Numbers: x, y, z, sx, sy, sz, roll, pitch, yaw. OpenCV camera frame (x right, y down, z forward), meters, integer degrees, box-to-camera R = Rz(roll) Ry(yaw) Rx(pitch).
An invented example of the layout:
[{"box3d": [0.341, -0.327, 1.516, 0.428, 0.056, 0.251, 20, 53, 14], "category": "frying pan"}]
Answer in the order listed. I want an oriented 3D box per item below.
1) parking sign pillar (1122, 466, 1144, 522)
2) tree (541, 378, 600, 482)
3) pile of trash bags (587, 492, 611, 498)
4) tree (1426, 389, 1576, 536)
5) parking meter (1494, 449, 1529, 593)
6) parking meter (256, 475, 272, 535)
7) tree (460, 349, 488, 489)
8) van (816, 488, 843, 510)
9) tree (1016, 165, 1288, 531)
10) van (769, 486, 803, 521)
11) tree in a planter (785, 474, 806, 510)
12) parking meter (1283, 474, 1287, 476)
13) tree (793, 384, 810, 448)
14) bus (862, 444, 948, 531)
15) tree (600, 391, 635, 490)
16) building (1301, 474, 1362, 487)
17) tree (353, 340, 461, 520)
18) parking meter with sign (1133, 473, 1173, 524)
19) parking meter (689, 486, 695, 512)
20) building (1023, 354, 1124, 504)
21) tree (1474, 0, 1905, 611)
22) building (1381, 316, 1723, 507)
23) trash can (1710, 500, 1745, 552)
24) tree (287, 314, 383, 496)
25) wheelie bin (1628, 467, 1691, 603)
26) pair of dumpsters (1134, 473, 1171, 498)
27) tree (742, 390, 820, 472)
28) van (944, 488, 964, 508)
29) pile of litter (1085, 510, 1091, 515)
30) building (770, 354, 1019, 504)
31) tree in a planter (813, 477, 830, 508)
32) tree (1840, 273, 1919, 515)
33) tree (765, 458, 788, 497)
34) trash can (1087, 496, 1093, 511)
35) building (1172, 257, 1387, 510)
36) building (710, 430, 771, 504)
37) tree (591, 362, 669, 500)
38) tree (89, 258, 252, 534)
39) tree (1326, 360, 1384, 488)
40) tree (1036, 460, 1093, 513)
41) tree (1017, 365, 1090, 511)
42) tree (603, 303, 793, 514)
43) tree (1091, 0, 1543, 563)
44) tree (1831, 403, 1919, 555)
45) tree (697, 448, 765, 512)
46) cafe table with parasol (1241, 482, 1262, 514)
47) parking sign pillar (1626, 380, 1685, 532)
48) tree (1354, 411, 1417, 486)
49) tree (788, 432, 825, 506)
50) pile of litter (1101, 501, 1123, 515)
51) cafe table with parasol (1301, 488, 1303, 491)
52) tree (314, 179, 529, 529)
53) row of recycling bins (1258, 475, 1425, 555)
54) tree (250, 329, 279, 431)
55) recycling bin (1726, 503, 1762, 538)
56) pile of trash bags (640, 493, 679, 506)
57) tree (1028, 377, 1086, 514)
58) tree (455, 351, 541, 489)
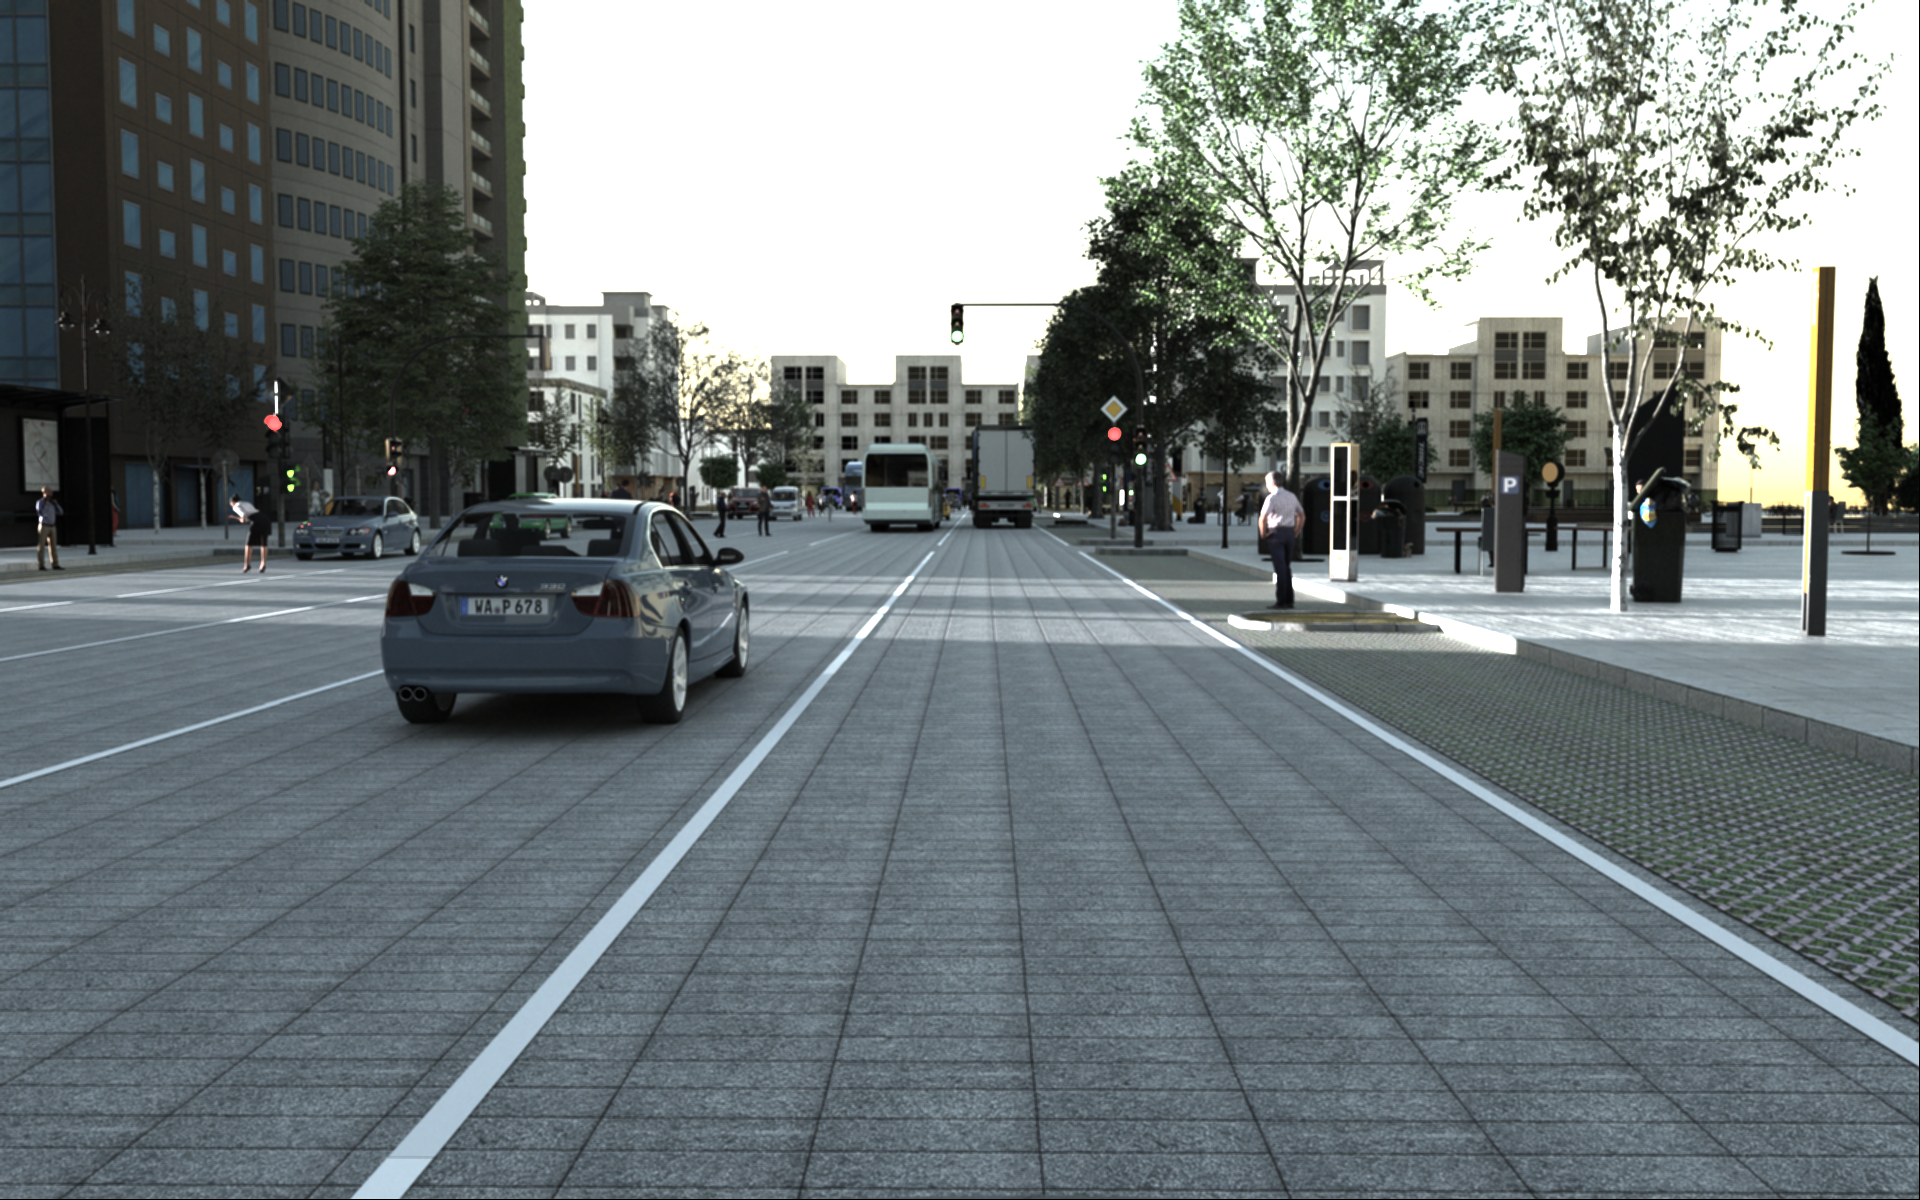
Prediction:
[{"box3d": [8.329, -5.673, 81.223, 1.447, 3.967, 1.447, 0, 4, 8], "category": "parking sign pillar"}, {"box3d": [-25.915, -9.766, 110.038, 4.737, 8.622, 4.395, 0, 3, 0], "category": "tree"}, {"box3d": [-19.859, -5.196, 94.700, 1.912, 1.369, 3.447, 0, 4, 8], "category": "pile of trash bags"}, {"box3d": [17.535, -4.309, 54.174, 4.285, 4.588, 4.351, 0, 3, 0], "category": "tree"}, {"box3d": [7.196, -1.032, 22.584, 0.399, 1.863, 0.255, 2, 4, 27], "category": "parking meter"}, {"box3d": [-21.665, -2.946, 53.880, 0.255, 1.863, 0.399, 2, 4, 30], "category": "parking meter"}, {"box3d": [-24.328, -8.072, 82.342, 4.360, 8.622, 3.978, 0, 3, 0], "category": "tree"}, {"box3d": [-11.968, -9.508, 159.837, 2.240, 2.365, 5.245, 0, 4, 2], "category": "van"}, {"box3d": [6.859, -8.729, 59.731, 9.611, 12.733, 9.660, 0, 3, 0], "category": "tree"}, {"box3d": [-9.465, -5.292, 93.540, 2.013, 2.044, 4.112, 0, 4, -1], "category": "van"}, {"box3d": [-14.580, -9.462, 151.921, 1.991, 3.239, 1.994, 0, 4, 1], "category": "tree in a planter"}, {"box3d": [9.163, -2.681, 49.553, 0.399, 1.863, 0.255, 1, 4, 21], "category": "parking meter"}, {"box3d": [-17.030, -13.939, 138.273, 12.009, 13.543, 11.850, 0, 3, 0], "category": "tree"}, {"box3d": [-2.142, -4.580, 69.745, 2.948, 3.499, 13.247, 0, 4, 1], "category": "bus"}, {"box3d": [-24.554, -10.404, 120.475, 4.737, 8.622, 4.395, 0, 3, 0], "category": "tree"}, {"box3d": [55.639, -22.034, 226.715, 31.486, 18.905, 16.747, 0, 4, 1], "category": "building"}, {"box3d": [-24.670, -7.713, 76.476, 4.360, 8.622, 3.978, 0, 3, 0], "category": "tree"}, {"box3d": [8.149, -4.726, 73.523, 1.738, 3.016, 0.543, -1, 4, -12], "category": "parking meter with sign"}, {"box3d": [-18.853, -7.100, 121.802, 0.399, 1.863, 0.255, 1, 4, 19], "category": "parking meter"}, {"box3d": [24.161, -22.081, 227.489, 31.486, 18.905, 16.747, 0, 4, 1], "category": "building"}, {"box3d": [7.283, -4.169, 18.529, 4.360, 8.622, 3.978, 0, 3, 0], "category": "tree"}, {"box3d": [60.068, -19.236, 180.971, 31.486, 18.905, 16.747, 0, 4, 1], "category": "building"}, {"box3d": [16.962, -1.630, 38.308, 0.748, 1.137, 0.748, 0, 3, 0], "category": "trash can"}, {"box3d": [-25.210, -7.352, 70.564, 4.737, 8.622, 4.395, 0, 3, 0], "category": "tree"}, {"box3d": [8.362, -0.784, 20.723, 0.693, 1.594, 0.980, 1, 4, 18], "category": "wheelie bin"}, {"box3d": [8.393, -4.529, 76.547, 1.574, 2.255, 4.437, 0, 4, 1], "category": "pair of dumpsters"}, {"box3d": [-17.569, -14.910, 169.532, 9.928, 11.665, 9.643, 0, 3, 0], "category": "tree"}, {"box3d": [-0.740, -10.793, 180.848, 2.240, 2.365, 5.245, 0, 4, 0], "category": "van"}, {"box3d": [8.515, -5.767, 108.254, 1.719, 0.858, 1.176, -2, 4, -26], "category": "pile of litter"}, {"box3d": [-8.134, -22.105, 227.867, 31.486, 18.905, 16.747, 0, 4, 1], "category": "building"}, {"box3d": [-14.223, -11.110, 178.862, 1.991, 3.239, 1.994, 0, 4, 1], "category": "tree in a planter"}, {"box3d": [60.686, -12.616, 108.086, 13.155, 14.587, 18.604, 0, 4, 5], "category": "tree"}, {"box3d": [-16.992, -10.543, 156.089, 4.285, 4.588, 4.351, 0, 3, 0], "category": "tree"}, {"box3d": [9.022, -6.494, 117.833, 0.748, 1.137, 0.748, 0, 3, 0], "category": "trash can"}, {"box3d": [26.124, -17.593, 144.070, 16.016, 20.091, 11.380, 0, 4, 1], "category": "building"}, {"box3d": [-38.032, -17.275, 224.598, 28.070, 9.664, 9.099, 0, 4, 1], "category": "building"}, {"box3d": [-17.930, -8.882, 95.581, 4.360, 8.622, 3.978, 0, 3, 0], "category": "tree"}, {"box3d": [-25.498, -6.419, 55.307, 4.360, 8.622, 3.978, 0, 3, 0], "category": "tree"}, {"box3d": [22.280, -8.801, 94.263, 4.360, 8.622, 3.978, 0, 3, 0], "category": "tree"}, {"box3d": [8.057, -10.284, 118.499, 4.737, 8.622, 4.395, 0, 3, 0], "category": "tree"}, {"box3d": [7.849, -13.198, 133.909, 7.486, 12.596, 7.792, 0, 3, 0], "category": "tree"}, {"box3d": [-17.682, -12.288, 111.272, 12.009, 13.543, 11.850, 0, 3, 0], "category": "tree"}, {"box3d": [6.516, -6.542, 32.711, 9.928, 11.665, 9.643, 0, 3, 0], "category": "tree"}, {"box3d": [19.368, -2.594, 37.018, 1.663, 3.219, 1.824, 0, 3, 0], "category": "tree"}, {"box3d": [-17.295, -8.624, 124.718, 4.285, 4.588, 4.351, 0, 3, 0], "category": "tree"}, {"box3d": [17.667, -5.907, 101.448, 2.610, 1.966, 2.610, 0, 4, -7], "category": "cafe table with parasol"}, {"box3d": [15.978, -3.152, 40.006, 1.447, 3.967, 1.447, 0, 4, -3], "category": "parking sign pillar"}, {"box3d": [17.397, -5.202, 68.774, 4.285, 4.588, 4.351, 0, 3, 0], "category": "tree"}, {"box3d": [-16.949, -14.688, 190.515, 4.360, 8.622, 3.978, 0, 3, 0], "category": "tree"}, {"box3d": [9.460, -5.533, 104.433, 1.719, 0.858, 1.176, 0, 4, 7], "category": "pile of litter"}, {"box3d": [18.000, -4.985, 86.377, 2.610, 1.966, 2.610, -1, 4, -12], "category": "cafe table with parasol"}, {"box3d": [-19.713, -8.877, 63.262, 7.486, 12.596, 7.792, 0, 3, 0], "category": "tree"}, {"box3d": [8.119, -1.824, 36.928, 3.534, 1.692, 1.069, 0, 4, -4], "category": "row of recycling bins"}, {"box3d": [-26.806, -6.812, 61.734, 4.360, 8.622, 3.978, 0, 3, 0], "category": "tree"}, {"box3d": [23.293, -2.379, 51.449, 0.722, 1.027, 0.722, 0, 4, -8], "category": "recycling bin"}, {"box3d": [-19.754, -6.410, 114.557, 1.912, 1.369, 3.447, 2, 4, 27], "category": "pile of trash bags"}, {"box3d": [7.545, -10.745, 110.095, 7.601, 10.594, 8.767, 0, 4, -5], "category": "tree"}, {"box3d": [-24.324, -8.478, 88.985, 4.737, 8.622, 4.395, 0, 3, 0], "category": "tree"}]
